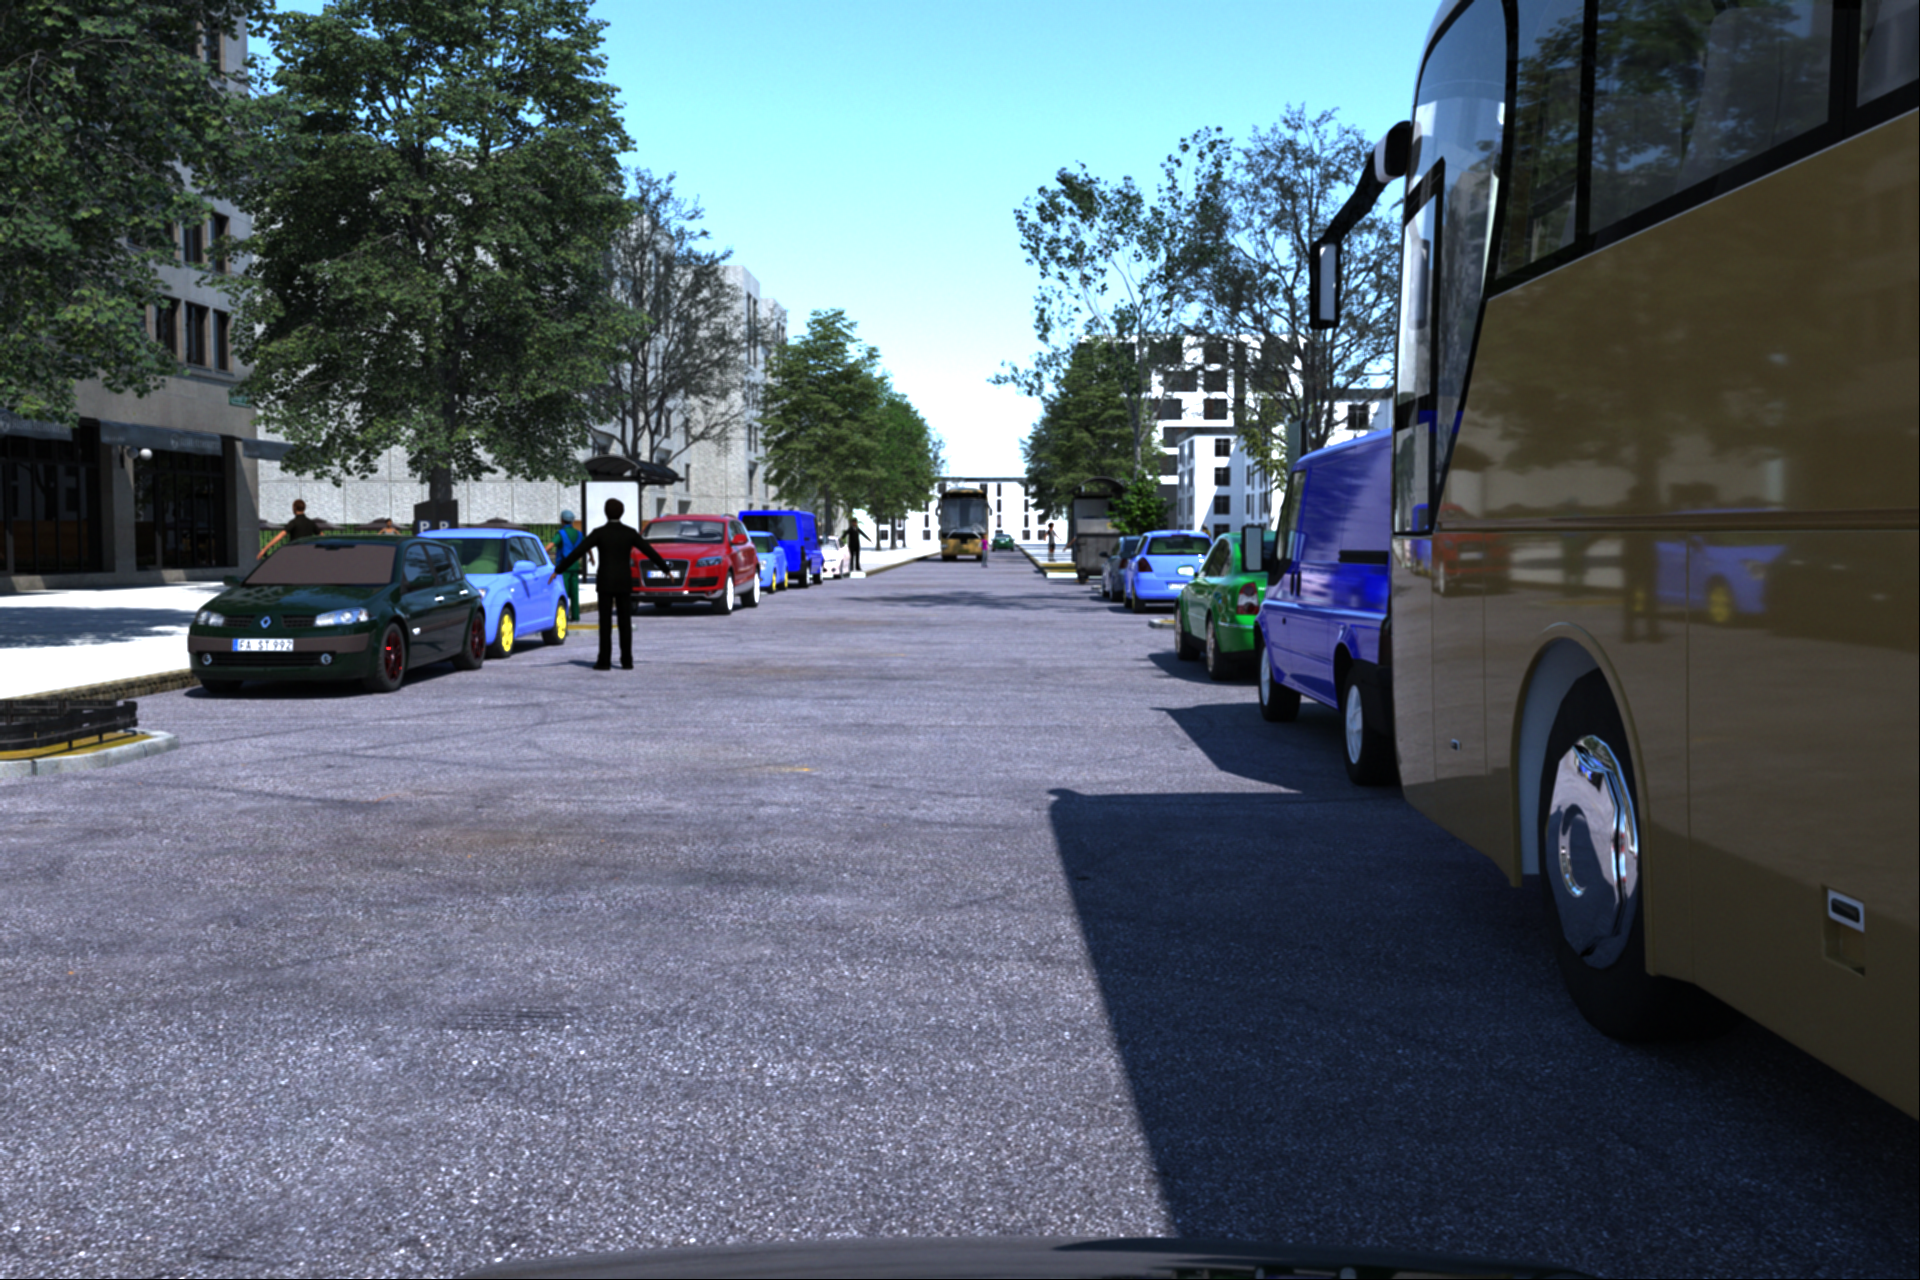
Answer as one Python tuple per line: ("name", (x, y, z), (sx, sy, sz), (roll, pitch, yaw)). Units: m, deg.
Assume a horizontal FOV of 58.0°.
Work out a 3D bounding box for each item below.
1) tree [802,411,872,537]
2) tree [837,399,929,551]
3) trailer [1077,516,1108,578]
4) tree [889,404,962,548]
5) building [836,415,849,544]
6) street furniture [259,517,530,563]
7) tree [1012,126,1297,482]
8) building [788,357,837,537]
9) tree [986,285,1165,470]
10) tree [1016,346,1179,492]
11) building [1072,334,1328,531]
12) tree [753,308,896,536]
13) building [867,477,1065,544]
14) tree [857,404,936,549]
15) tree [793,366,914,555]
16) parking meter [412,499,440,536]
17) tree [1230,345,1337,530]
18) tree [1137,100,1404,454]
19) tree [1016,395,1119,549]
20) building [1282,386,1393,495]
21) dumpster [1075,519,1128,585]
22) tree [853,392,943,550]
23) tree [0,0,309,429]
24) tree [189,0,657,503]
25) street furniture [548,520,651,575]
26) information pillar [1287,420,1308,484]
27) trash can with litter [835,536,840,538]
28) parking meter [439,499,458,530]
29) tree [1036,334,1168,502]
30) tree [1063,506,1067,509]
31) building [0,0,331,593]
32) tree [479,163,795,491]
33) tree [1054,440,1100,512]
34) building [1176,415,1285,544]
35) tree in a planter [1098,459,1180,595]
("tree", (-6.929, -8.943, 96.582), (4.737, 8.622, 4.395), (0, 3, 0))
("tree", (-6.037, -12.440, 129.155), (9.928, 11.665, 9.643), (0, 3, 0))
("trailer", (4.532, -3.042, 56.788), (1.471, 1.999, 3.904), (0, 4, 1))
("tree", (-5.289, -15.442, 162.839), (12.009, 13.543, 11.850), (0, 3, 0))
("building", (-22.710, -21.005, 209.896), (16.747, 18.905, 31.486), (0, 4, 1))
("street furniture", (-32.175, -3.906, 68.897), (27.439, 1.986, 14.083), (1, 4, 10))
("tree", (9.625, -13.687, 79.678), (12.611, 20.169, 13.585), (0, 3, 0))
("building", (-23.076, -21.323, 179.551), (19.493, 23.208, 18.063), (0, 4, 2))
("tree", (8.576, -16.960, 133.177), (12.611, 20.169, 13.585), (0, 3, 0))
("tree", (8.740, -12.335, 112.041), (12.009, 13.543, 11.850), (0, 3, 0))
("building", (26.253, -21.352, 193.082), (27.936, 21.610, 32.646), (0, 4, 1))
("tree", (-6.864, -10.331, 87.047), (7.486, 12.596, 7.792), (0, 3, 0))
("building", (0.920, -18.839, 252.617), (28.070, 9.664, 9.099), (1, 4, 11))
("tree", (-5.711, -14.196, 150.238), (7.486, 12.596, 7.792), (0, 3, 0))
("tree", (-6.678, -11.021, 105.954), (9.928, 11.665, 9.643), (0, 3, 0))
("parking meter", (-8.850, -1.409, 28.748), (0.399, 1.863, 0.255), (0, 4, 2))
("tree", (12.319, -7.166, 67.525), (4.737, 8.622, 4.395), (0, 3, 0))
("tree", (10.084, -8.477, 48.965), (12.009, 13.543, 11.850), (0, 3, 0))
("tree", (9.478, -14.883, 149.995), (9.857, 13.997, 8.962), (0, 3, 0))
("building", (25.274, -9.644, 99.821), (9.099, 9.664, 28.070), (0, 4, 2))
("dumpster", (4.168, -2.507, 49.200), (1.865, 1.857, 1.264), (0, 4, 1))
("tree", (-5.150, -13.478, 138.500), (7.486, 12.596, 7.792), (0, 3, 0))
("tree", (-12.058, -6.876, 19.086), (9.857, 13.997, 8.962), (0, 3, 0))
("tree", (-10.863, -7.919, 36.132), (9.857, 13.997, 8.962), (0, 3, 0))
("street furniture", (-11.781, -3.078, 57.176), (9.812, 1.723, 11.010), (0, 4, -1))
("information pillar", (7.105, -2.766, 36.539), (0.184, 3.620, 1.656), (0, 4, 2))
("trash can with litter", (-4.610, -3.411, 66.820), (1.678, 1.210, 2.233), (0, 4, 2))
("parking meter", (-8.672, -1.436, 29.197), (0.399, 1.863, 0.255), (0, 4, 1))
("tree", (8.025, -11.065, 99.042), (7.486, 12.596, 7.792), (0, 3, 0))
("tree", (10.380, -12.810, 159.808), (4.737, 8.622, 4.395), (0, 3, 0))
("building", (-30.413, -14.187, 34.118), (24.374, 26.755, 37.873), (0, 4, 2))
("tree", (-10.639, -8.956, 56.804), (12.009, 13.543, 11.850), (0, 3, 0))
("tree", (8.808, -10.579, 123.336), (4.737, 8.622, 4.395), (0, 3, 0))
("building", (22.778, -11.791, 134.923), (9.099, 9.664, 28.070), (0, 4, 1))
("tree in a planter", (4.302, -2.692, 41.237), (1.991, 3.239, 1.994), (0, 4, 2))
